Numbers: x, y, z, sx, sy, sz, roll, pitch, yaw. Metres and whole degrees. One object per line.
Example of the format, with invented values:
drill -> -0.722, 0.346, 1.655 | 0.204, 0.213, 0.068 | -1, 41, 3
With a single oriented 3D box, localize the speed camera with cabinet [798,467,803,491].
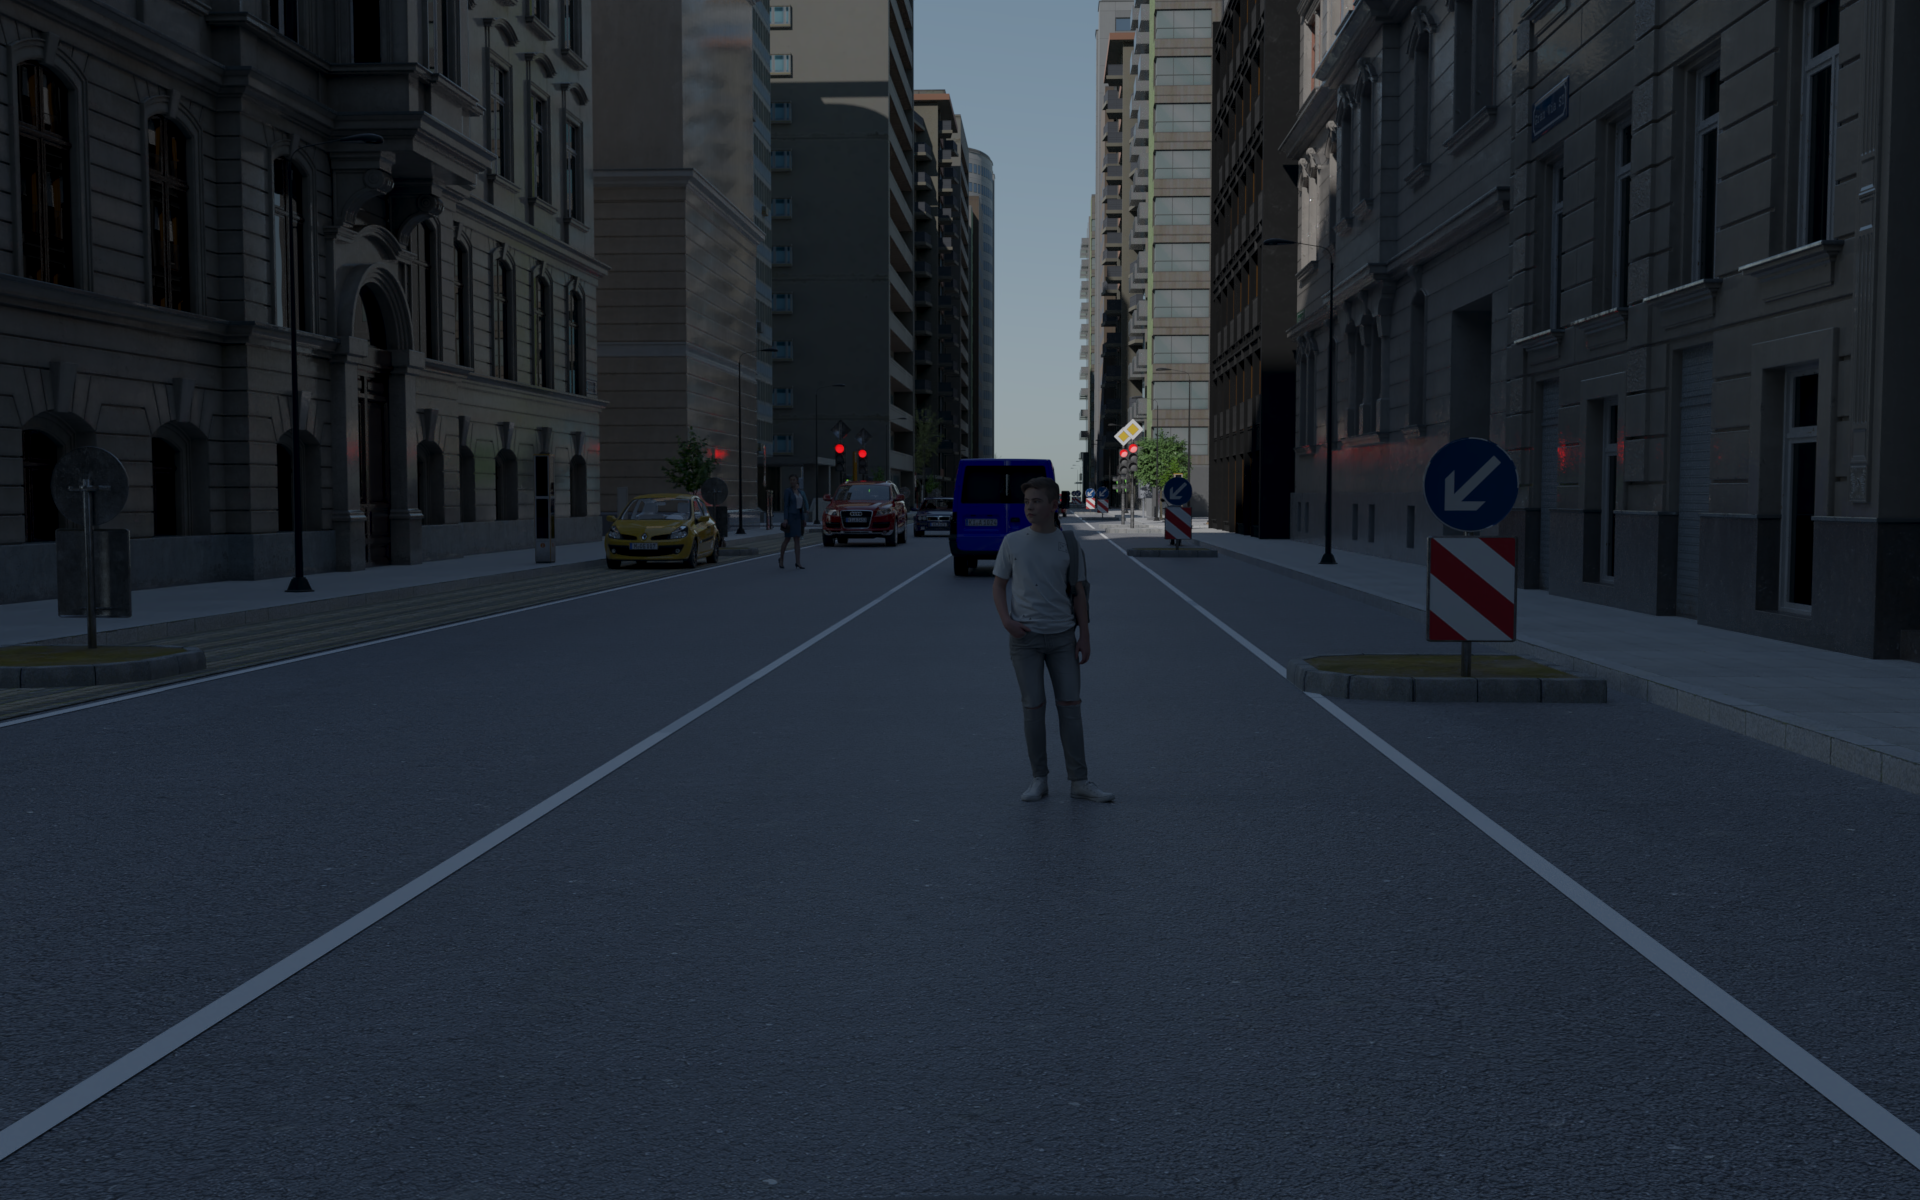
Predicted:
speed camera with cabinet -> -8.223, -6.343, 98.050 | 2.038, 3.252, 0.660 | 0, 4, 0

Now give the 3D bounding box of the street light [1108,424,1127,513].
street light -> 10.518, -8.699, 114.776 | 1.470, 5.913, 1.316 | 0, 4, 3

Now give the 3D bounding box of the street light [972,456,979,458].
street light -> 1.719, -14.760, 213.866 | 1.470, 5.913, 1.316 | 0, 4, 3

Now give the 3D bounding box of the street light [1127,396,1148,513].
street light -> 8.829, -6.713, 82.305 | 1.470, 5.913, 1.316 | 0, 4, 3

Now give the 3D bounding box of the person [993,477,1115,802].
person -> 0.436, 0.182, 8.121 | 0.503, 1.515, 0.523 | -2, 4, -33

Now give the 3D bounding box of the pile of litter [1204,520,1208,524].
pile of litter -> 11.157, -3.609, 72.970 | 1.719, 0.858, 1.176 | 2, 4, 25

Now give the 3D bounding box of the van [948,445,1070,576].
van -> 0.917, -1.693, 32.070 | 2.240, 2.365, 5.245 | 0, 4, 3

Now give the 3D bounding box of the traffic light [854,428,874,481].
traffic light -> -4.067, -5.154, 73.187 | 0.839, 4.253, 0.868 | 0, 4, 3

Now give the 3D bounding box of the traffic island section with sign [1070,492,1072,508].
traffic island section with sign -> 11.607, -10.000, 172.127 | 1.989, 1.847, 2.006 | 0, 4, 3

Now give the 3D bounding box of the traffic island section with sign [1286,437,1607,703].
traffic island section with sign -> 3.493, -0.259, 12.856 | 1.989, 1.847, 2.006 | 0, 4, 3

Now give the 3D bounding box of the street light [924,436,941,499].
street light -> -2.266, -10.111, 137.857 | 1.470, 5.913, 1.316 | 0, 4, 3

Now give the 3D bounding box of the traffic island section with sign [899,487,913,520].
traffic island section with sign -> -3.009, -5.267, 94.747 | 1.989, 1.847, 2.006 | 0, 4, 3

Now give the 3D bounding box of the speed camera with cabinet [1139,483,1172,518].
speed camera with cabinet -> 10.670, -6.051, 93.265 | 2.038, 3.252, 0.660 | 0, 4, -6

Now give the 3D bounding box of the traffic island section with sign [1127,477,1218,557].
traffic island section with sign -> 4.884, -1.927, 40.130 | 1.989, 1.847, 2.006 | 0, 4, 3

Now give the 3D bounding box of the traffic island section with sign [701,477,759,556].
traffic island section with sign -> -5.784, -1.953, 40.560 | 1.989, 1.847, 2.006 | 0, 4, 3

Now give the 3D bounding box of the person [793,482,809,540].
person -> -5.060, -2.792, 54.172 | 0.660, 1.820, 0.620 | -1, 4, -9

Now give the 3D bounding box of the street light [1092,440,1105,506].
street light -> 12.225, -10.708, 147.619 | 1.470, 5.913, 1.316 | 0, 4, 3

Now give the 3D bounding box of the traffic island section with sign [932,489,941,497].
traffic island section with sign -> -1.625, -6.937, 122.049 | 1.989, 1.847, 2.006 | 0, 4, 3

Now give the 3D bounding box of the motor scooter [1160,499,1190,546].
motor scooter -> 6.004, -2.171, 48.276 | 0.815, 1.314, 1.986 | 0, 4, 1

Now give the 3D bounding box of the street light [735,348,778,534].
street light -> -6.481, -5.059, 55.250 | 1.470, 5.913, 1.316 | 0, 4, 3

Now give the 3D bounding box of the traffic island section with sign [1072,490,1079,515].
traffic island section with sign -> 9.017, -6.899, 121.429 | 1.989, 1.847, 2.006 | 0, 4, 3

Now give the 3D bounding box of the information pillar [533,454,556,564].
information pillar -> -7.691, -1.687, 32.074 | 0.304, 2.012, 0.304 | 0, 4, 4

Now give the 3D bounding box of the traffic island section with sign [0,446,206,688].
traffic island section with sign -> -7.149, -0.306, 13.639 | 1.989, 1.847, 2.006 | 0, 4, 3

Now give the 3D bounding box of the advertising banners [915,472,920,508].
advertising banners -> -3.338, -8.532, 135.679 | 0.090, 3.025, 2.074 | -1, 4, -12

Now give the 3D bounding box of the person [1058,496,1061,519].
person -> 5.532, -5.534, 99.212 | 0.641, 1.798, 0.478 | 2, 4, 25

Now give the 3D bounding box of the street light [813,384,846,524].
street light -> -5.517, -6.154, 73.152 | 1.470, 5.913, 1.316 | 0, 4, 3

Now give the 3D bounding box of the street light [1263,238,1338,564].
street light -> 6.209, -3.613, 31.610 | 1.470, 5.913, 1.316 | 0, 4, 3

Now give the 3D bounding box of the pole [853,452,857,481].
pole -> -5.034, -5.455, 83.024 | 0.158, 3.312, 0.155 | 0, 3, 0

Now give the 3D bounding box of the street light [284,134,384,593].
street light -> -8.125, -3.056, 22.509 | 1.470, 5.913, 1.316 | 0, 4, 3

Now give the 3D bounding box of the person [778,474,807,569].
person -> -3.225, -1.514, 33.270 | 0.581, 1.822, 0.654 | -3, 4, -37

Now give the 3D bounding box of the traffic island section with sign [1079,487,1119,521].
traffic island section with sign -> 7.655, -5.253, 94.508 | 1.989, 1.847, 2.006 | 0, 4, 3

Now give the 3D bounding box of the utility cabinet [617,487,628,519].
utility cabinet -> -9.916, -2.579, 50.842 | 0.318, 1.500, 1.173 | -1, 4, -10

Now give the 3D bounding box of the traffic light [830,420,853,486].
traffic light -> -4.474, -4.666, 65.212 | 0.839, 4.253, 0.868 | 0, 4, 3

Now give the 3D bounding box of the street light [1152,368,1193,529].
street light -> 7.877, -5.574, 63.674 | 1.470, 5.913, 1.316 | 0, 4, 3

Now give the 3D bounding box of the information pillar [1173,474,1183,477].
information pillar -> 7.825, -3.534, 62.271 | 0.304, 2.012, 0.304 | 0, 4, -2

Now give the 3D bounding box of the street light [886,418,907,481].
street light -> -3.927, -8.115, 105.220 | 1.470, 5.913, 1.316 | 0, 4, 3

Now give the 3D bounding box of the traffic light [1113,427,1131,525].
traffic light -> 6.831, -5.121, 72.650 | 0.839, 4.253, 0.868 | 0, 4, 3

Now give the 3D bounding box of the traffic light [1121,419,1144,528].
traffic light -> 6.424, -4.633, 64.675 | 0.839, 4.253, 0.868 | 0, 4, 3

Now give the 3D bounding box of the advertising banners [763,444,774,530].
advertising banners -> -6.861, -4.018, 61.880 | 0.090, 3.025, 2.074 | 0, 4, 3

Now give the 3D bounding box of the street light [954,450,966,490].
street light -> -0.077, -12.796, 181.754 | 1.470, 5.913, 1.316 | 0, 4, 3
